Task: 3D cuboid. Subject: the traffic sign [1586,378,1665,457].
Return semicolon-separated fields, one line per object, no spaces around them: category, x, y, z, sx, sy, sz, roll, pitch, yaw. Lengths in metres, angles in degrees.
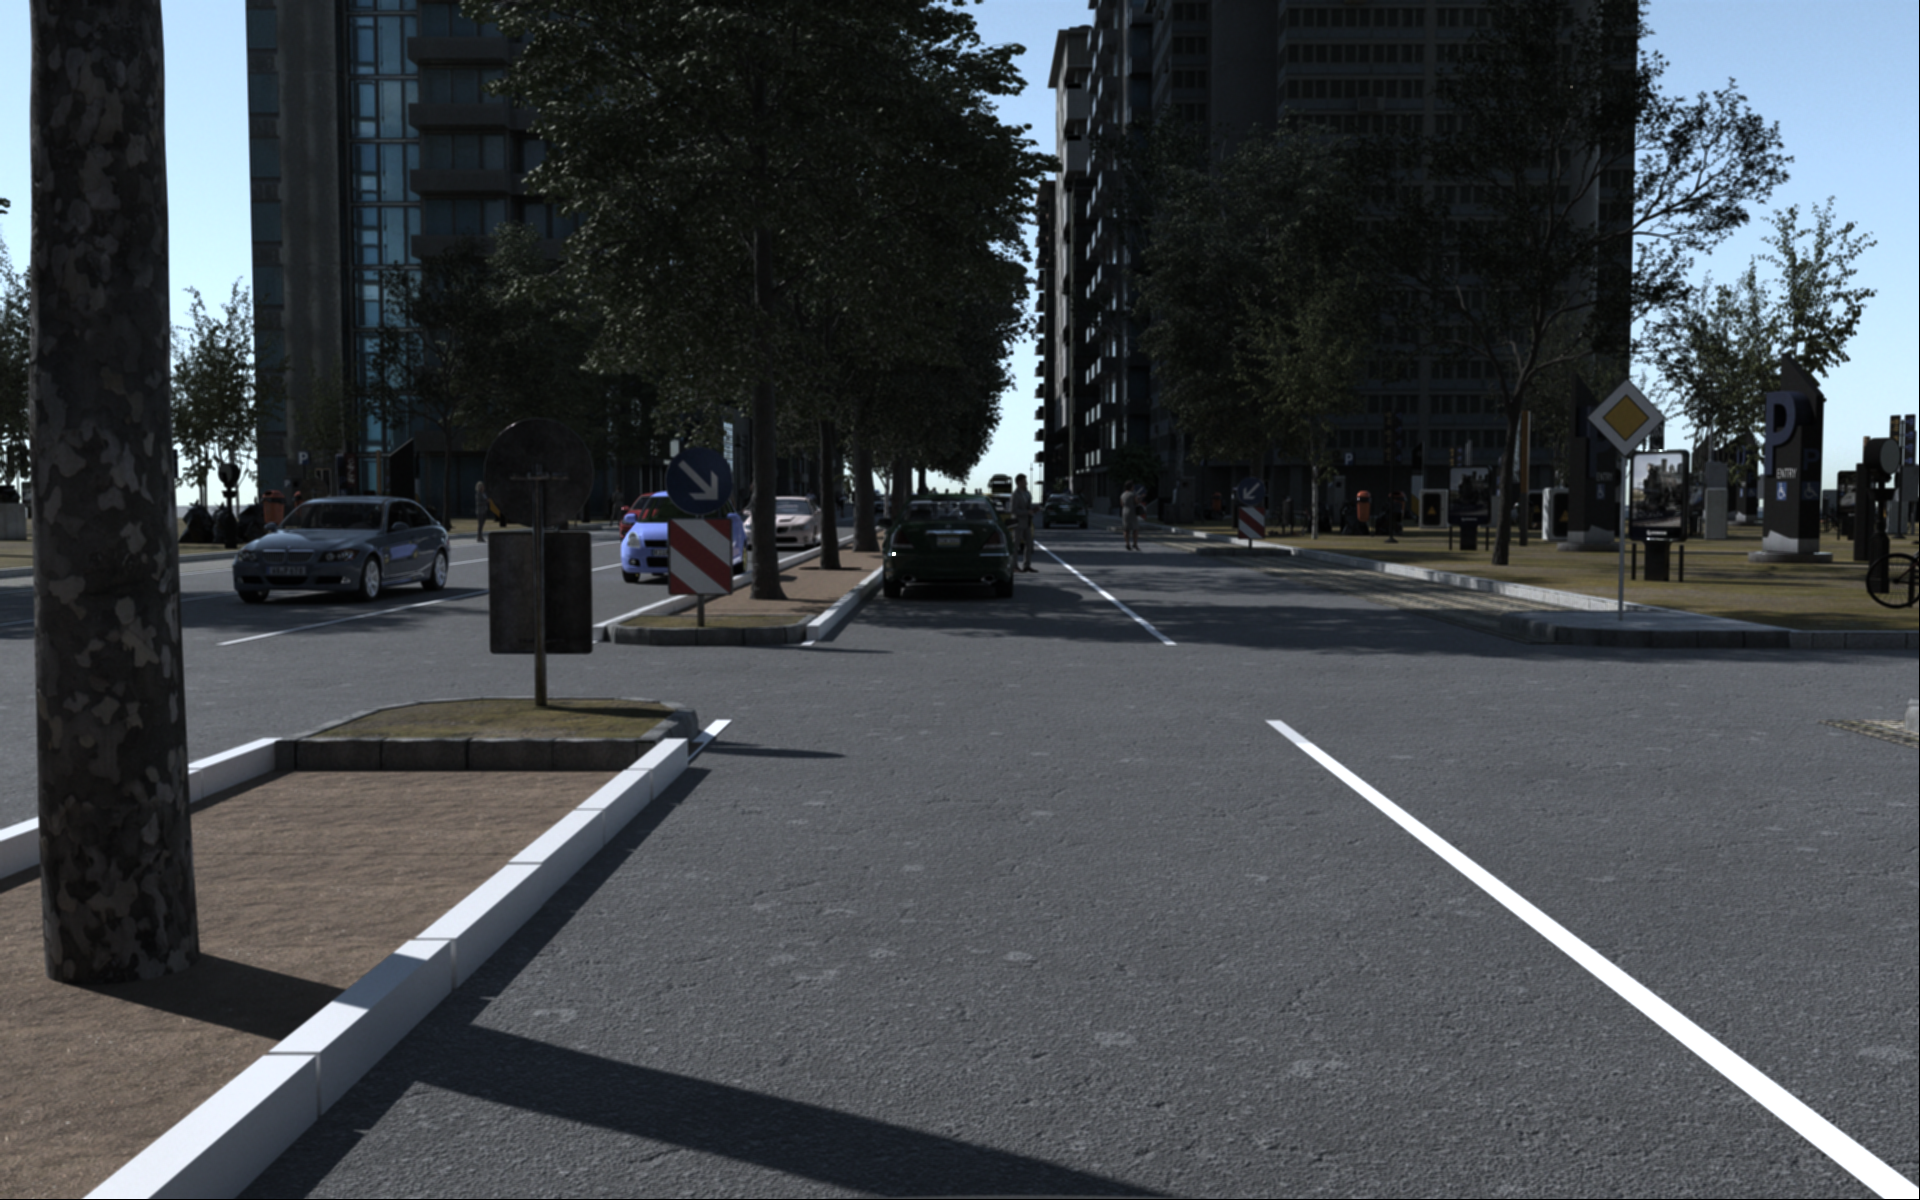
traffic sign;6.721;-0.935;17.483;0.795;2.593;0.064;0;4;0

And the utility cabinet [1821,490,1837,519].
utility cabinet;44.208;-4.821;87.501;1.173;1.500;0.318;1;4;9

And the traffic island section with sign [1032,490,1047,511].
traffic island section with sign;7.284;-8.315;144.576;1.989;1.847;2.006;0;4;0

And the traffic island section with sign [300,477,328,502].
traffic island section with sign;-15.147;-1.929;40.160;1.989;1.847;2.006;0;4;0

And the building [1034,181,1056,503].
building;21.453;-35.635;237.256;22.147;44.769;28.867;0;4;0

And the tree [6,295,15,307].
tree;-35.620;-7.008;64.935;4.737;8.622;4.395;0;3;0

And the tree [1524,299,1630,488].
tree;23.332;-7.086;66.221;4.737;8.622;4.395;0;3;0

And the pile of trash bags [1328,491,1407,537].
pile of trash bags;12.693;-2.676;53.509;1.912;1.369;3.447;1;4;20

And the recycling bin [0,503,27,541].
recycling bin;-26.511;-2.177;48.150;0.722;1.027;0.722;1;4;17

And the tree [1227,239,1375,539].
tree;9.905;-6.033;49.005;4.737;8.622;4.395;0;3;0

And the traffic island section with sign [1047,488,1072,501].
traffic island section with sign;7.105;-6.666;117.621;1.989;1.847;2.006;0;4;0

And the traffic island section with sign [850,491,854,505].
traffic island section with sign;-13.878;-13.356;226.990;1.989;1.847;2.006;0;4;0

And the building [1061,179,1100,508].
building;17.131;-23.810;160.989;14.160;30.474;14.107;0;4;0

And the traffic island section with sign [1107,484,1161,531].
traffic island section with sign;6.747;-3.596;67.422;1.989;1.847;2.006;0;4;0

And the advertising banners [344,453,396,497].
advertising banners;-25.161;-4.751;73.861;2.074;3.025;0.090;-1;4;-20

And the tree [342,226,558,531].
tree;-17.411;-7.653;59.546;7.601;10.594;8.767;-2;4;-33

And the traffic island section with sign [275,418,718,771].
traffic island section with sign;-2.553;-0.107;9.882;2.006;1.907;1.989;0;4;0

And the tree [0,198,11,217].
tree;-18.578;-6.602;26.064;7.486;12.596;7.792;0;3;0

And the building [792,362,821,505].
building;-29.977;-21.159;190.985;27.650;21.520;28.899;0;4;0

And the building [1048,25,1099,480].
building;24.742;-37.011;194.372;28.713;52.752;27.495;0;4;0

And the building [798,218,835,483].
building;-27.495;-34.529;219.174;22.147;44.769;28.867;0;4;0

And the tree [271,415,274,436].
tree;-37.945;-8.586;90.744;4.360;8.622;3.978;0;3;0

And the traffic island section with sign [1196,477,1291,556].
traffic island section with sign;6.574;-1.947;40.467;1.989;1.847;2.006;0;4;0

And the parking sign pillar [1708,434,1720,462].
parking sign pillar;32.827;-5.218;73.784;1.447;3.967;1.447;1;4;19

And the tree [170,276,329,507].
tree;-24.954;-6.651;59.111;4.737;8.622;4.395;0;3;0

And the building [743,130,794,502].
building;-23.325;-29.216;161.276;14.154;41.232;14.086;0;4;0

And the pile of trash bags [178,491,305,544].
pile of trash bags;-18.687;-2.156;45.008;3.447;1.369;1.912;2;4;32

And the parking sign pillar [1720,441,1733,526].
parking sign pillar;31.290;-4.915;68.838;1.447;3.967;1.447;1;4;8

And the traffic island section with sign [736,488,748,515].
traffic island section with sign;-14.628;-6.625;116.945;1.989;1.847;2.006;0;4;0

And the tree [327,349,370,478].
tree;-32.238;-8.445;88.444;4.737;8.622;4.395;0;3;0

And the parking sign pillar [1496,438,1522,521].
parking sign pillar;26.519;-5.820;83.635;1.447;3.967;1.447;-2;4;-29

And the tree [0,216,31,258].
tree;-24.099;-5.759;44.522;4.360;8.622;3.978;0;3;0

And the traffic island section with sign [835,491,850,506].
traffic island section with sign;-14.060;-11.707;200.036;1.989;1.847;2.006;0;4;0

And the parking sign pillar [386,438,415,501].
parking sign pillar;-26.986;-5.810;83.472;1.447;3.967;1.447;3;5;41

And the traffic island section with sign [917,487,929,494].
traffic island section with sign;-1.991;-5.155;92.426;2.006;1.907;1.989;0;4;0

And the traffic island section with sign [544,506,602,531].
traffic island section with sign;-14.960;-3.577;67.115;1.989;1.847;2.006;0;4;0

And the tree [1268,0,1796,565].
tree;9.733;-5.886;30.650;8.767;10.594;7.601;0;4;1

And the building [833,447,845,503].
building;-23.686;-34.125;241.545;14.154;41.232;14.086;0;4;0

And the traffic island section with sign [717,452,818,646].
traffic island section with sign;-2.493;-0.560;17.289;2.006;1.907;1.989;0;4;0

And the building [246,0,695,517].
building;-28.994;-29.832;107.369;23.786;49.044;30.456;0;4;0

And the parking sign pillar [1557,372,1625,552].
parking sign pillar;14.170;-3.077;38.777;1.447;3.967;1.447;-3;5;-40

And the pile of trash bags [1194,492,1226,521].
pile of trash bags;12.098;-4.575;84.561;1.912;1.369;3.447;-1;4;-10

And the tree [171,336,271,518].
tree;-35.156;-7.928;79.987;4.360;8.622;3.978;0;3;0

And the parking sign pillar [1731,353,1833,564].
parking sign pillar;15.628;-2.692;32.495;1.447;3.967;1.447;0;4;-3

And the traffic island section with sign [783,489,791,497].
traffic island section with sign;-14.433;-8.312;144.526;1.989;1.847;2.006;0;4;0

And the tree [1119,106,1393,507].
tree;10.054;-9.305;58.793;9.857;13.997;8.962;0;3;0

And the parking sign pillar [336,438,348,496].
parking sign pillar;-29.745;-5.806;83.403;1.447;3.967;1.447;-1;4;-22

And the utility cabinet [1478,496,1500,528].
utility cabinet;20.276;-3.373;66.314;1.020;1.237;0.306;-1;4;-19

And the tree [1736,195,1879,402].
tree;20.524;-5.671;43.083;4.737;8.622;4.395;0;3;0

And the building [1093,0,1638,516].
building;25.200;-25.639;111.077;32.217;40.220;23.993;0;4;0

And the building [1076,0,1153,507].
building;21.765;-31.715;138.150;23.786;49.044;30.456;0;4;0

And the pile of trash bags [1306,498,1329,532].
pile of trash bags;13.306;-2.968;58.282;3.447;1.369;1.912;2;4;29

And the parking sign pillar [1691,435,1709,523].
parking sign pillar;32.807;-5.374;76.333;1.447;3.967;1.447;-1;4;-12

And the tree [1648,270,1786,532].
tree;25.069;-6.574;57.853;4.360;8.622;3.978;0;3;0

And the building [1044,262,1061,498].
building;17.402;-27.182;216.131;14.160;30.474;14.107;0;4;0

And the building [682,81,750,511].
building;-28.031;-50.411;136.890;22.319;86.520;31.000;0;4;0

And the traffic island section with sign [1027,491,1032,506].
traffic island section with sign;7.658;-11.715;200.165;1.989;1.847;2.006;0;4;0

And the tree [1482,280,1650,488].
tree;20.055;-6.619;58.584;4.360;8.622;3.978;0;3;0
